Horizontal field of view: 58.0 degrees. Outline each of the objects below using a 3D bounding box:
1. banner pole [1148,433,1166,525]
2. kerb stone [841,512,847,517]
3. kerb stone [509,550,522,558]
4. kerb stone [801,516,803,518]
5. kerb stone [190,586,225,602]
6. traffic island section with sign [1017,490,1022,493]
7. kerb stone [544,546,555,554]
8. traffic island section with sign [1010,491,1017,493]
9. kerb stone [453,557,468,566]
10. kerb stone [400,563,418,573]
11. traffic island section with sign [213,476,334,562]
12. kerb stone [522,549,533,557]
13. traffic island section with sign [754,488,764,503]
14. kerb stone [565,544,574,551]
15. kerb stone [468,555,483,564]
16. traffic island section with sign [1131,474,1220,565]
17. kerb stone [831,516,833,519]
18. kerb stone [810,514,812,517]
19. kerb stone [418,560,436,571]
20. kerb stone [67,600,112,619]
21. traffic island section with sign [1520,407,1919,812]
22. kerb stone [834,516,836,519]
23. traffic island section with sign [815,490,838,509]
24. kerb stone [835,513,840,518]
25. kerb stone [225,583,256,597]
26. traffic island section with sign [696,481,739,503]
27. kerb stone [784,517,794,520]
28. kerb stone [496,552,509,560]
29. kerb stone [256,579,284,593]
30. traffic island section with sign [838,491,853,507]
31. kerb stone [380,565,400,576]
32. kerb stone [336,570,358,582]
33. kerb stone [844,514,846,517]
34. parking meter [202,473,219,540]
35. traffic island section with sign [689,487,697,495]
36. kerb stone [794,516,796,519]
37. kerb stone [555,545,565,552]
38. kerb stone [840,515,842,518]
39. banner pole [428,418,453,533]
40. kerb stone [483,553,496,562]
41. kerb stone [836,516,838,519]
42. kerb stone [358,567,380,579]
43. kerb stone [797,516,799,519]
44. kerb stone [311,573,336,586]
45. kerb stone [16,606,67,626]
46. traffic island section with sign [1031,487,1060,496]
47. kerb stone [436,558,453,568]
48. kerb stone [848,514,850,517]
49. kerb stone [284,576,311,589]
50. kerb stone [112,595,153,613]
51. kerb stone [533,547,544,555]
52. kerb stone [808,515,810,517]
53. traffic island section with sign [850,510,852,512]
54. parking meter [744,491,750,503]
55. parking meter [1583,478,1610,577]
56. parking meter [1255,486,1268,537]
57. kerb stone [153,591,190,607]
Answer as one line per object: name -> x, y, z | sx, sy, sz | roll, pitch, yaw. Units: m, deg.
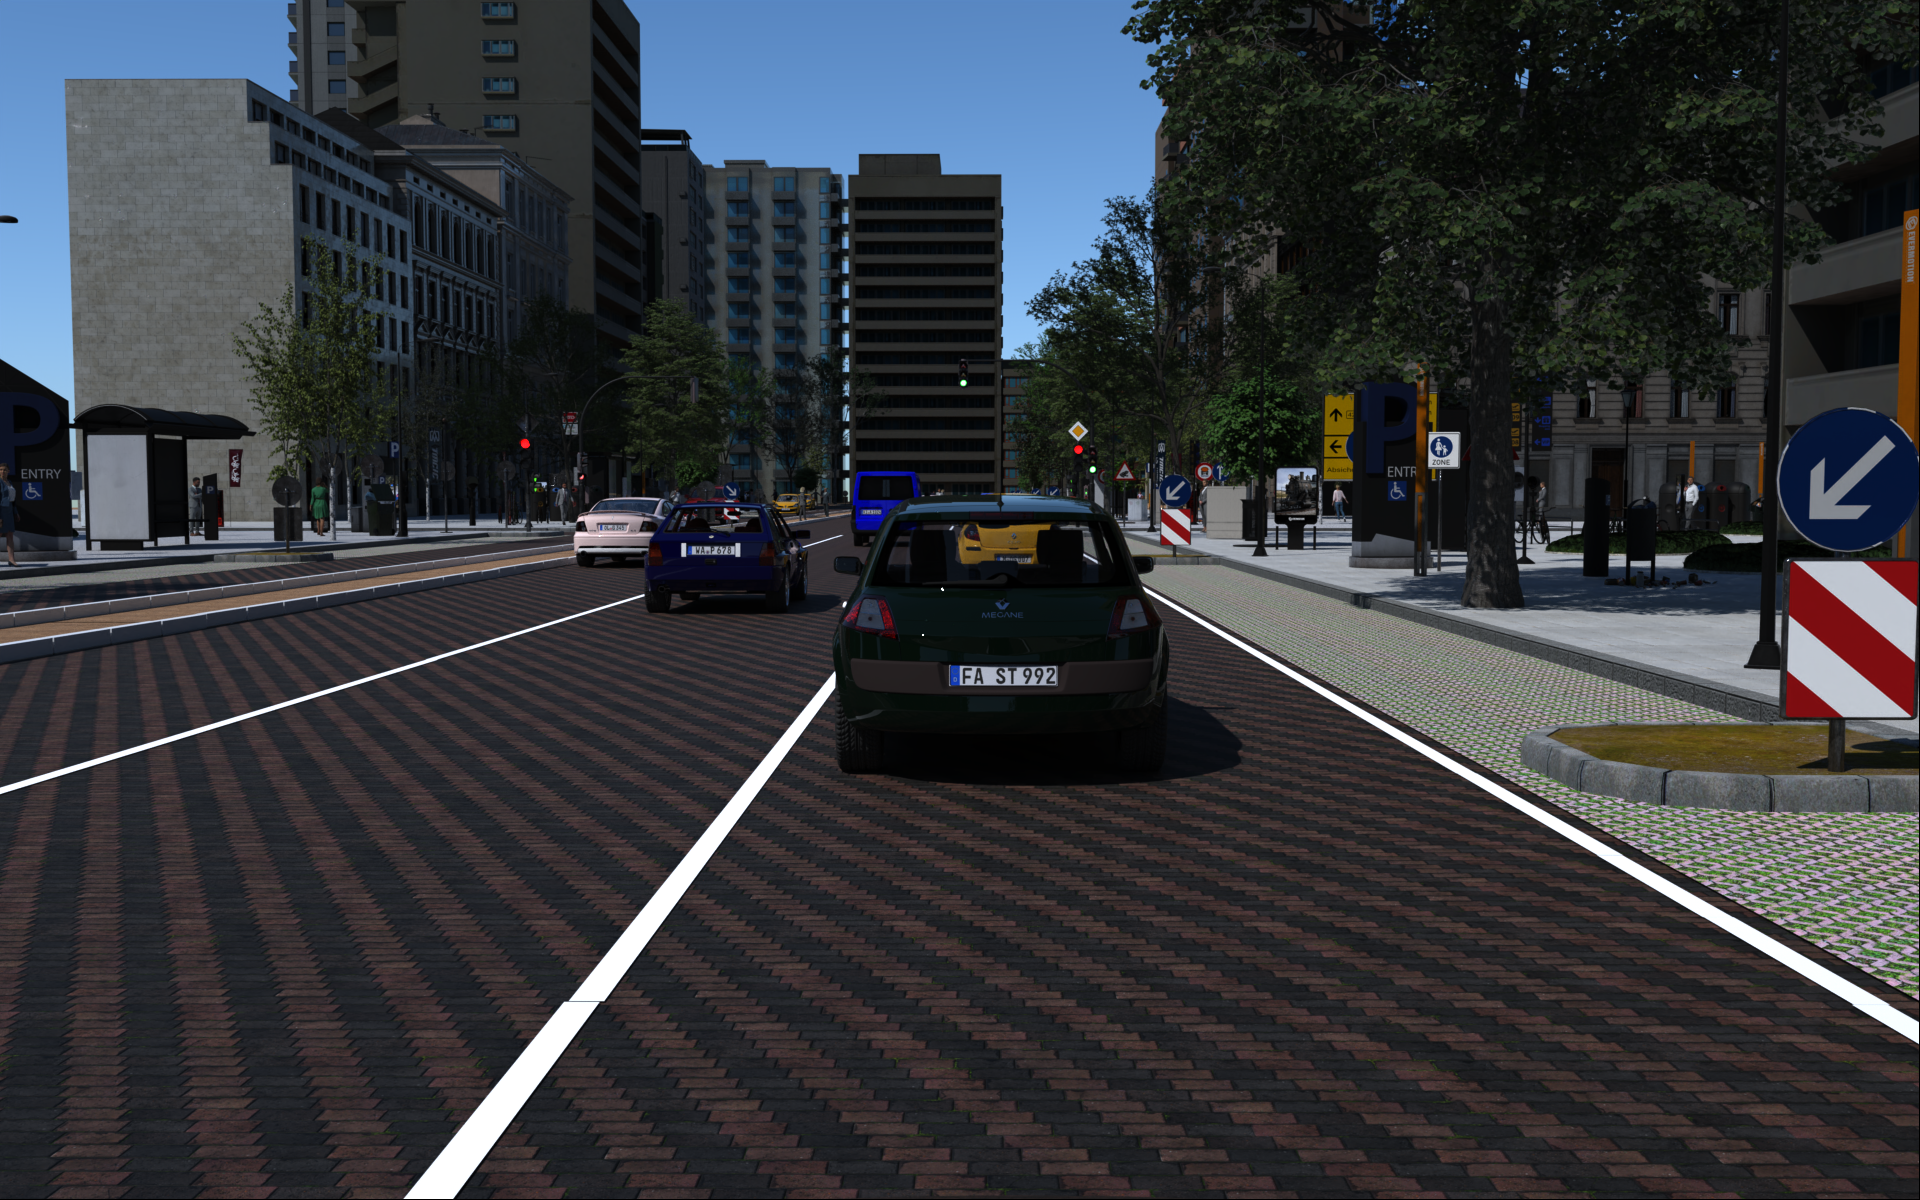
banner pole -> 8.124, -4.939, 70.772 | 0.401, 3.779, 0.863 | -2, 4, -35
kerb stone -> -7.212, -5.175, 106.801 | 0.120, 0.150, 1.000 | 0, 4, 1
kerb stone -> -10.015, -1.003, 38.590 | 0.120, 0.150, 1.000 | 0, 4, 1
kerb stone -> -9.377, -4.798, 100.676 | 0.120, 0.150, 1.000 | 0, 4, 1
kerb stone -> -10.174, -0.062, 23.225 | 0.120, 0.150, 1.000 | 0, 4, 1
traffic island section with sign -> 5.099, -6.742, 118.851 | 1.989, 1.847, 2.006 | 0, 4, 1
kerb stone -> -9.982, -1.190, 41.657 | 0.120, 0.150, 1.000 | 0, 4, 1
traffic island section with sign -> 5.891, -11.434, 195.575 | 1.989, 1.847, 2.006 | 0, 4, 1
kerb stone -> -10.067, -0.753, 34.500 | 0.120, 0.150, 1.000 | 0, 4, 1
kerb stone -> -10.097, -0.565, 31.428 | 0.120, 0.150, 1.000 | 0, 4, 1
traffic island section with sign -> -14.563, -1.736, 37.017 | 1.989, 1.847, 2.006 | 0, 4, 1
kerb stone -> -10.007, -1.065, 39.612 | 0.120, 0.150, 1.000 | 0, 4, 1
traffic island section with sign -> -13.733, -6.717, 118.457 | 1.989, 1.847, 2.006 | 0, 4, 1
kerb stone -> -9.960, -1.316, 43.719 | 0.120, 0.150, 1.000 | 0, 4, 1
kerb stone -> -10.047, -0.811, 35.522 | 0.120, 0.150, 1.000 | 0, 4, 1
traffic island section with sign -> 4.235, -1.652, 35.637 | 1.989, 1.847, 2.006 | 0, 4, 1
kerb stone -> -7.324, -4.547, 96.553 | 0.120, 0.150, 1.000 | 0, 4, 1
kerb stone -> -9.329, -5.115, 105.820 | 0.120, 0.150, 1.000 | 0, 4, 1
kerb stone -> -10.082, -0.627, 32.450 | 0.120, 0.150, 1.000 | 0, 4, 1
kerb stone -> -10.208, 0.125, 20.152 | 0.120, 0.150, 1.000 | 0, 4, 1
traffic island section with sign -> 3.958, -0.003, 8.683 | 1.989, 1.847, 2.006 | 0, 4, 1
kerb stone -> -7.302, -4.672, 98.603 | 0.120, 0.150, 1.000 | 0, 4, 1
traffic island section with sign -> -13.212, -9.804, 168.921 | 1.989, 1.847, 2.006 | 0, 4, 1
kerb stone -> -7.265, -4.860, 101.680 | 0.120, 0.150, 1.000 | 0, 4, 1
kerb stone -> -10.160, -0.125, 24.247 | 0.120, 0.150, 1.000 | 0, 4, 1
traffic island section with sign -> -8.752, -3.112, 59.017 | 2.006, 1.907, 1.989 | 0, 4, 1
kerb stone -> -9.431, -4.479, 95.538 | 0.120, 0.150, 1.000 | 0, 4, 1
kerb stone -> -10.025, -0.940, 37.565 | 0.120, 0.150, 1.000 | 0, 4, 1
kerb stone -> -10.155, -0.184, 25.269 | 0.120, 0.150, 1.000 | 0, 4, 1
traffic island section with sign -> -12.934, -11.452, 195.875 | 1.989, 1.847, 2.006 | 0, 4, 1
kerb stone -> -10.099, -0.502, 30.406 | 0.120, 0.150, 1.000 | 0, 4, 1
kerb stone -> -10.128, -0.376, 28.351 | 0.120, 0.150, 1.000 | 0, 4, 1
kerb stone -> -7.221, -5.108, 105.777 | 0.120, 0.150, 1.000 | 0, 4, 1
parking meter -> -20.785, -2.586, 47.991 | 0.399, 1.863, 0.255 | -2, 4, -25
traffic island section with sign -> -14.005, -5.069, 91.503 | 1.989, 1.847, 2.006 | 0, 4, 1
kerb stone -> -9.423, -4.547, 96.561 | 0.120, 0.150, 1.000 | 0, 4, 1
kerb stone -> -9.978, -1.250, 42.698 | 0.120, 0.150, 1.000 | 0, 4, 1
kerb stone -> -7.260, -4.924, 102.707 | 0.120, 0.150, 1.000 | 0, 4, 1
banner pole -> -17.127, -4.096, 56.984 | 0.401, 3.779, 0.863 | 3, 4, 38
kerb stone -> -10.039, -0.878, 36.543 | 0.120, 0.150, 1.000 | 0, 4, 1
kerb stone -> -7.284, -4.735, 99.625 | 0.120, 0.150, 1.000 | 0, 4, 1
kerb stone -> -10.114, -0.439, 29.377 | 0.120, 0.150, 1.000 | 0, 4, 1
kerb stone -> -9.404, -4.675, 98.623 | 0.120, 0.150, 1.000 | 0, 4, 1
kerb stone -> -10.137, -0.313, 27.326 | 0.120, 0.150, 1.000 | 0, 4, 1
kerb stone -> -10.216, 0.188, 19.123 | 0.120, 0.150, 1.000 | 0, 4, 1
traffic island section with sign -> 4.809, -5.067, 91.470 | 1.989, 1.847, 2.006 | 0, 4, 1
kerb stone -> -10.068, -0.690, 33.477 | 0.120, 0.150, 1.000 | 0, 4, 1
kerb stone -> -7.196, -5.300, 108.856 | 0.120, 0.150, 1.000 | 0, 4, 1
kerb stone -> -10.144, -0.249, 26.304 | 0.120, 0.150, 1.000 | 0, 4, 1
kerb stone -> -10.200, 0.062, 21.176 | 0.120, 0.150, 1.000 | 0, 4, 1
kerb stone -> -9.996, -1.128, 40.634 | 0.120, 0.150, 1.000 | 0, 4, 1
kerb stone -> -9.335, -5.051, 104.786 | 0.120, 0.150, 1.000 | 0, 4, 1
traffic island section with sign -> -7.902, -8.160, 141.558 | 2.006, 1.907, 1.989 | 0, 4, 1
parking meter -> -15.539, -7.212, 126.332 | 0.372, 1.533, 0.369 | 0, 3, 0
parking meter -> 9.923, -1.136, 26.989 | 0.372, 1.533, 0.369 | 0, 3, 0
parking meter -> 8.996, -2.649, 51.720 | 0.372, 1.533, 0.369 | 0, 3, 0
kerb stone -> -10.188, 0.000, 22.203 | 0.120, 0.150, 1.000 | 0, 4, 1
